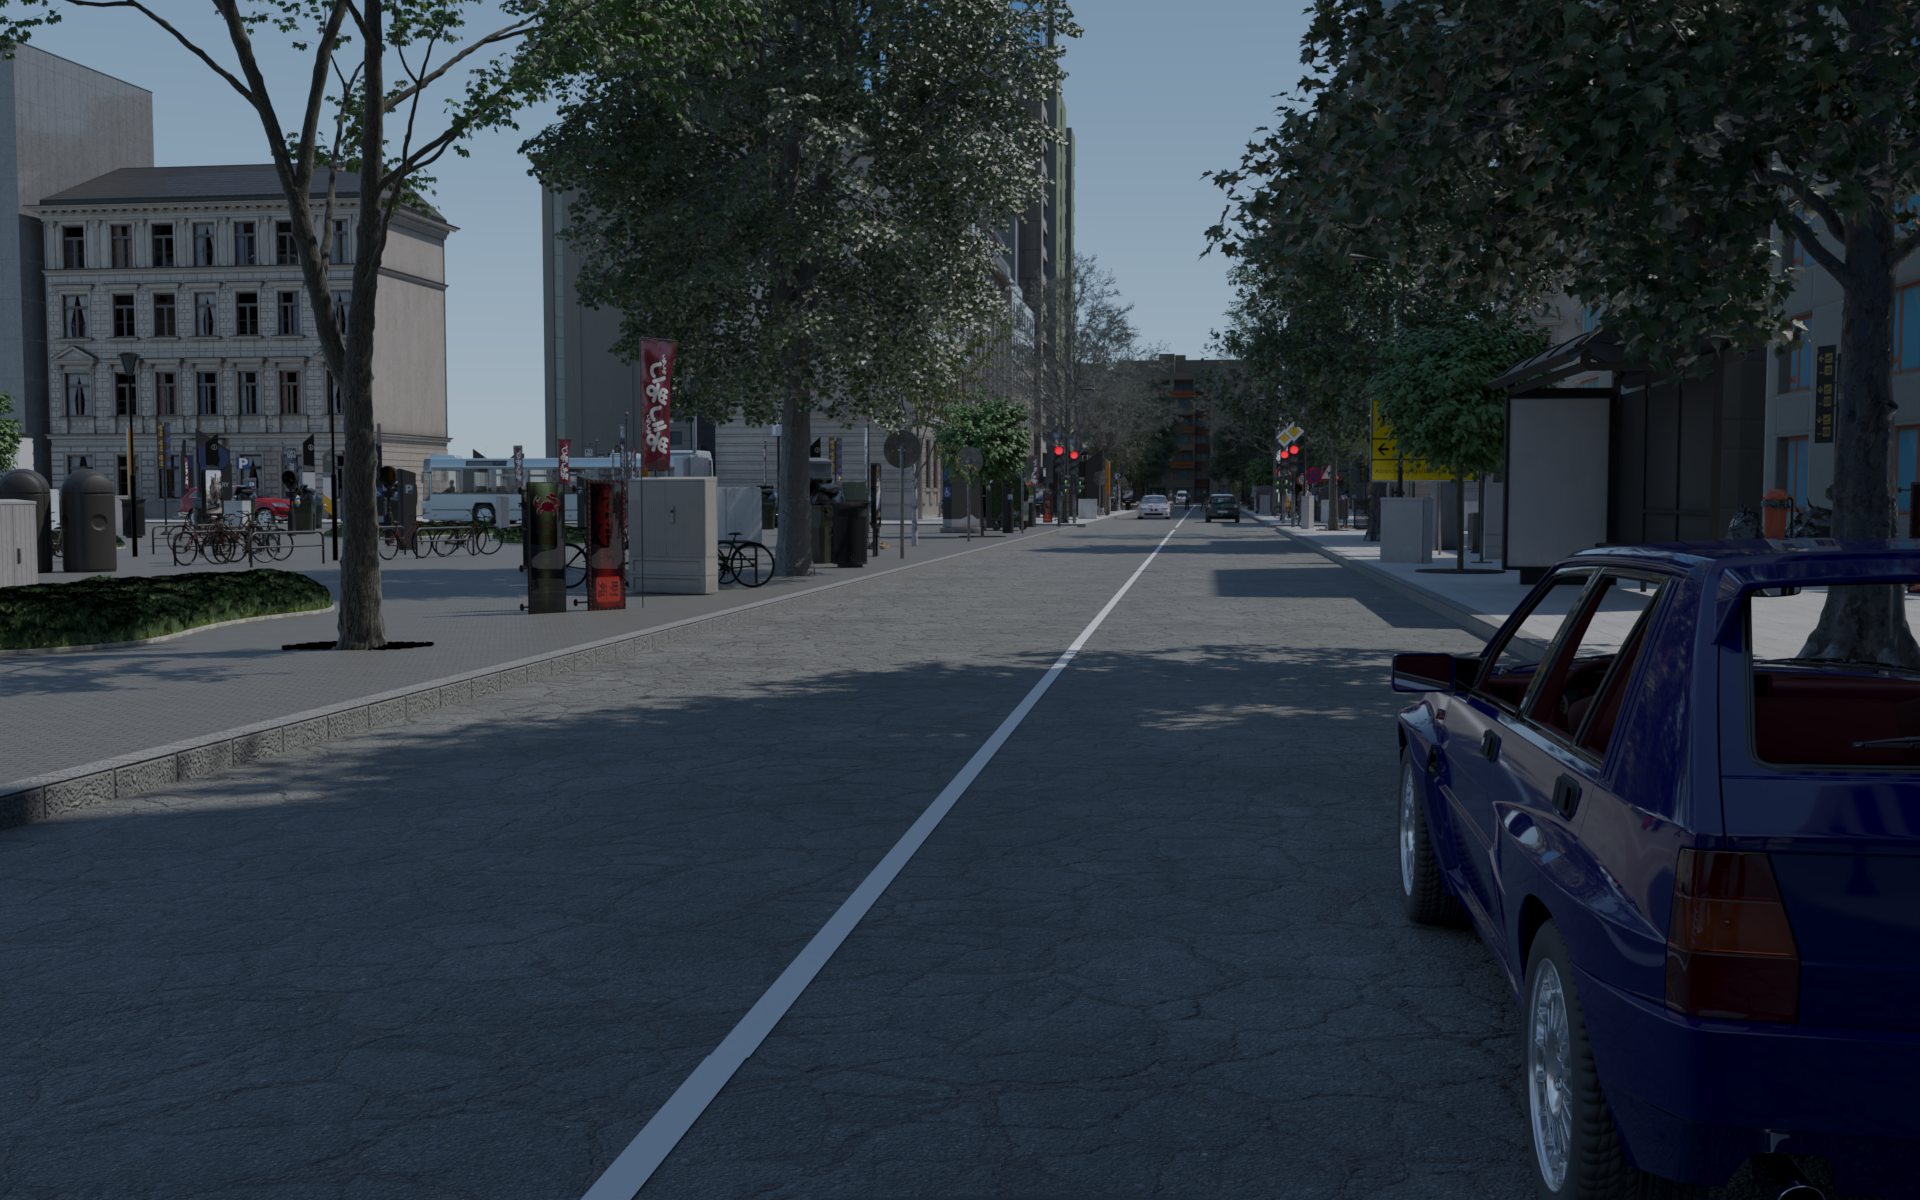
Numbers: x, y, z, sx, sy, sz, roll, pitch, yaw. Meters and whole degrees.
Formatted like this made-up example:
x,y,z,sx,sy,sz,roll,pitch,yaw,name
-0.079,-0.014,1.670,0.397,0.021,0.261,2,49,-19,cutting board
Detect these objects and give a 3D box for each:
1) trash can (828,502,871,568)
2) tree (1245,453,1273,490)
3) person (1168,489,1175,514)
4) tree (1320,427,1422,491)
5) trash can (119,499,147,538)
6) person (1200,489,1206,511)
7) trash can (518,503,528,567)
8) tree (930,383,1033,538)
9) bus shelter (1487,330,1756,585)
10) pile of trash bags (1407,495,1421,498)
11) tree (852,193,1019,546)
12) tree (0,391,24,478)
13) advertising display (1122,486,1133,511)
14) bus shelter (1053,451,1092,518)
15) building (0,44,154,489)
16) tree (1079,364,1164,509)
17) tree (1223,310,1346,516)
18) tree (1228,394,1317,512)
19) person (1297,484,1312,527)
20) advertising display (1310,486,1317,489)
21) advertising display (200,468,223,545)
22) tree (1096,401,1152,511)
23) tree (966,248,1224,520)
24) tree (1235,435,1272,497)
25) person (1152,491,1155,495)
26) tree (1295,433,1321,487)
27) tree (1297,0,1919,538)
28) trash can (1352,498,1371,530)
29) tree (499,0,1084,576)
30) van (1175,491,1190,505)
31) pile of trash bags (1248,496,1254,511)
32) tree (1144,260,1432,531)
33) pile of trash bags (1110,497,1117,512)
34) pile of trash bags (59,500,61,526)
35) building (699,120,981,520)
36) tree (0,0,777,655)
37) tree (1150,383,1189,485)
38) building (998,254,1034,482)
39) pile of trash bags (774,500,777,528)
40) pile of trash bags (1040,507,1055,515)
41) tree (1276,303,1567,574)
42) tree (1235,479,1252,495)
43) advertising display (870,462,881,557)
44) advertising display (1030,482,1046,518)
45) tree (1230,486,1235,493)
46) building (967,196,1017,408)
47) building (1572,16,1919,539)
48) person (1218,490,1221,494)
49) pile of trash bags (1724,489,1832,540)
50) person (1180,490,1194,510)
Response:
x,y,z,sx,sy,sz,roll,pitch,yaw,name
-1.925,-1.140,30.288,0.748,1.137,0.748,0,3,0,trash can
23.203,-9.022,131.219,4.285,4.588,4.351,0,3,0,tree
15.017,-6.986,123.273,0.519,1.759,0.362,1,4,16,person
22.074,-8.703,92.650,4.737,8.622,4.395,0,3,0,tree
-24.151,-2.383,50.620,0.748,1.137,0.748,0,3,0,trash can
20.128,-8.212,142.539,0.755,1.850,0.659,0,4,8,person
-7.010,-1.060,28.981,0.748,1.137,0.748,0,3,0,trash can
0.708,-4.162,51.770,4.285,4.588,4.351,0,3,0,tree
8.112,-1.711,21.905,2.014,3.302,5.546,1,4,8,bus shelter
26.219,-5.642,101.992,3.447,1.369,1.912,0,4,7,pile of trash bags
-0.996,-5.638,42.542,4.737,8.622,4.395,0,3,0,tree
-26.295,-3.784,45.576,4.285,4.588,4.351,0,3,0,tree
12.975,-7.887,134.172,0.974,1.923,0.123,-1,4,-22,advertising display
6.294,-6.436,96.514,1.731,3.624,6.357,0,4,8,bus shelter
-57.989,-17.103,97.650,19.932,24.808,12.078,0,4,8,building
14.149,-14.113,148.877,7.486,12.596,7.792,0,3,0,tree
18.500,-11.656,100.939,12.009,13.543,11.850,0,3,0,tree
22.682,-11.569,123.563,7.601,10.594,8.767,0,4,7,tree
14.093,-3.810,70.764,0.622,1.834,0.822,0,4,-7,person
27.165,-7.814,132.969,0.123,1.923,0.974,3,4,37,advertising display
-18.667,-2.326,43.242,0.123,1.923,0.974,0,4,0,advertising display
12.068,-10.890,128.419,4.360,8.622,3.978,0,3,0,tree
5.413,-10.736,85.904,12.009,13.543,11.850,0,3,0,tree
27.997,-13.151,165.374,4.360,8.622,3.978,0,3,0,tree
25.778,-13.669,231.858,0.599,1.838,0.709,-1,4,-18,person
24.783,-10.030,114.346,4.737,8.622,4.395,0,3,0,tree
6.444,-5.826,12.255,9.611,12.733,9.660,0,3,0,tree
14.445,-3.092,62.200,0.748,1.137,0.748,0,3,0,trash can
-2.673,-7.365,27.073,9.857,13.997,8.962,0,3,0,tree
28.796,-13.286,224.241,2.013,2.044,4.112,0,4,8,van
23.480,-7.686,135.422,1.912,1.369,3.447,1,4,11,pile of trash bags
12.882,-8.225,60.236,9.928,11.665,9.643,0,3,0,tree
10.274,-7.156,126.752,1.912,1.369,3.447,1,4,23,pile of trash bags
-36.849,-3.629,69.094,1.912,1.369,3.447,0,4,-6,pile of trash bags
-5.936,-15.861,95.487,11.583,22.565,21.152,0,4,8,building
-5.078,-5.392,13.922,9.928,11.665,9.643,0,3,0,tree
20.339,-17.469,192.267,9.857,13.997,8.962,0,3,0,tree
-0.084,-17.353,138.471,10.420,20.320,16.860,0,4,8,building
-7.600,-3.470,66.485,1.912,1.369,3.447,-1,4,-12,pile of trash bags
5.388,-5.974,107.423,1.912,1.369,3.447,0,4,-2,pile of trash bags
8.286,-2.731,28.361,4.285,4.588,4.351,0,3,0,tree
24.448,-9.200,145.019,1.663,3.219,1.824,0,3,0,tree
-1.733,-1.867,35.739,0.123,1.923,0.974,0,4,3,advertising display
4.173,-5.432,94.022,0.974,1.923,0.123,1,4,9,advertising display
34.124,-13.426,214.120,1.663,3.219,1.824,0,3,0,tree
-4.042,-16.915,118.358,13.314,21.916,24.055,0,4,8,building
32.105,-12.002,41.264,27.650,21.520,28.899,0,4,8,building
24.462,-9.458,163.152,0.705,1.823,1.348,1,4,19,person
14.798,-1.322,31.366,1.912,1.369,3.447,2,4,25,pile of trash bags
20.277,-8.942,154.691,1.348,1.826,0.705,-1,4,-17,person
